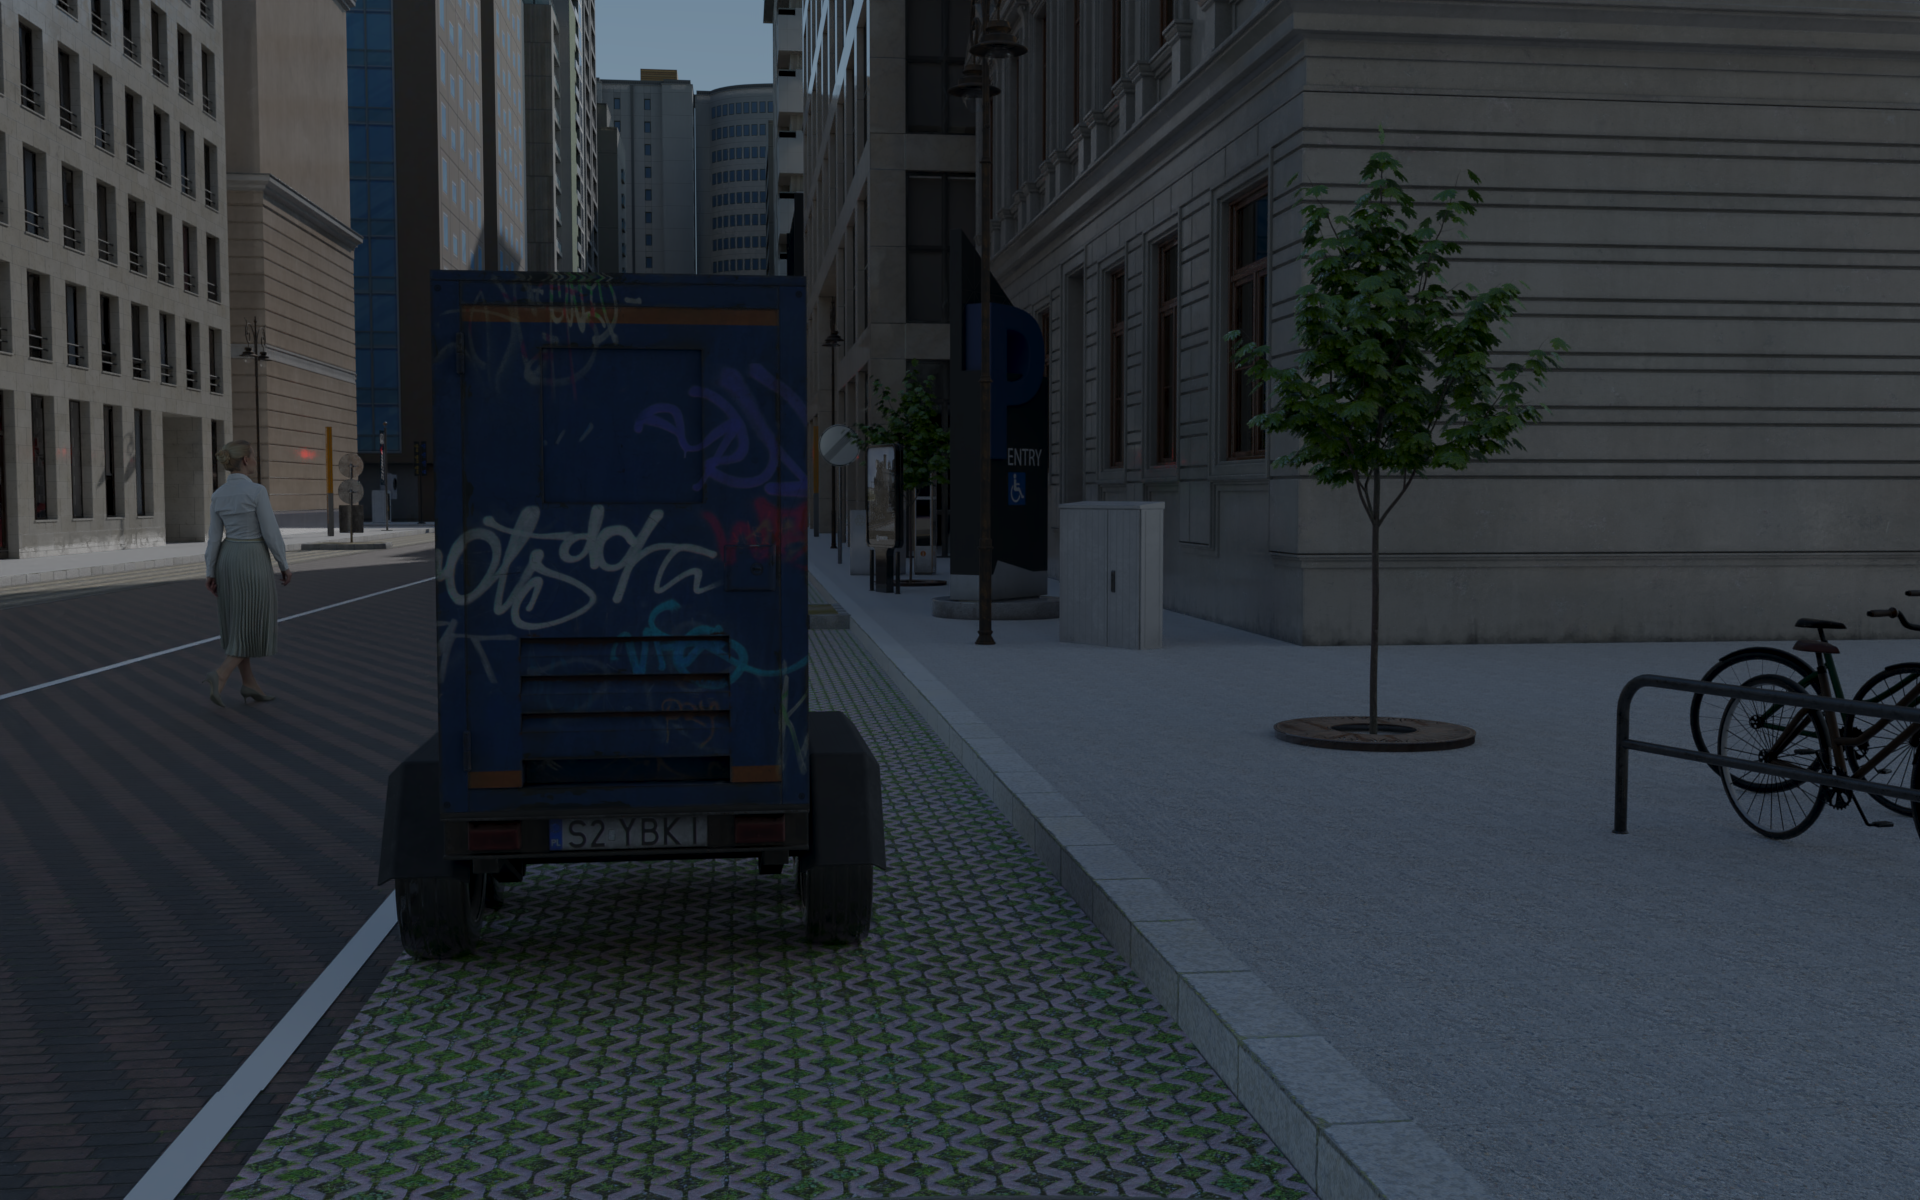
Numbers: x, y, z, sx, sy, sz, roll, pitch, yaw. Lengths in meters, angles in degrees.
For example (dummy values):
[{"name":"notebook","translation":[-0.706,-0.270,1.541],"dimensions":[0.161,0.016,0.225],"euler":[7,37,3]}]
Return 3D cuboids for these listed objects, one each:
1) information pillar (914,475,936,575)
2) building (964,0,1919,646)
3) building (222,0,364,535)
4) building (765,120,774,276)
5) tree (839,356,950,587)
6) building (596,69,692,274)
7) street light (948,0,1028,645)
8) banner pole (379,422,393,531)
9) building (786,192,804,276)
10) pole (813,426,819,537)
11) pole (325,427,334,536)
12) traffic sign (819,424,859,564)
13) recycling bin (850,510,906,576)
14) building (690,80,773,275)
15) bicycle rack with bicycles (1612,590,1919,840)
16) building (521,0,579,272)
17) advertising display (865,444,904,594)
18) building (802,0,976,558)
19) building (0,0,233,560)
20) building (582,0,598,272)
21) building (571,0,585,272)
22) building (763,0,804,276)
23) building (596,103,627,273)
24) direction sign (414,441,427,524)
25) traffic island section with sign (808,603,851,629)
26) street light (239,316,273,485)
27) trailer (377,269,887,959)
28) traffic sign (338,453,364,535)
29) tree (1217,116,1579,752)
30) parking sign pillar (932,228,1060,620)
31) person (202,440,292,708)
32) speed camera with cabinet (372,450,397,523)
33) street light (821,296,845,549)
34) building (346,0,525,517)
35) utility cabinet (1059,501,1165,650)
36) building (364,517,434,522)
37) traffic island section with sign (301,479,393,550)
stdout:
[{"name":"information pillar","translation":[-0.552,-1.411,27.560],"dimensions":[0.304,2.012,0.304],"euler":[1,4,12]},{"name":"building","translation":[6.558,-11.499,24.158],"dimensions":[11.583,22.565,21.152],"euler":[0,4,-7]},{"name":"building","translation":[-31.565,-16.610,57.475],"dimensions":[20.117,28.700,13.634],"euler":[0,4,-7]},{"name":"building","translation":[-13.232,-36.212,215.775],"dimensions":[21.300,48.544,21.600],"euler":[0,4,-7]},{"name":"tree","translation":[-0.579,-1.819,24.336],"dimensions":[1.663,3.219,1.824],"euler":[0,3,0]},{"name":"building","translation":[-51.121,-42.835,242.351],"dimensions":[28.212,58.520,21.231],"euler":[0,4,-7]},{"name":"street light","translation":[0.216,-2.558,14.617],"dimensions":[0.468,5.910,1.993],"euler":[0,4,-7]},{"name":"banner pole","translation":[-19.964,-4.282,60.028],"dimensions":[0.401,3.779,0.863],"euler":[0,4,-1]},{"name":"building","translation":[-4.412,-17.046,108.388],"dimensions":[12.332,23.373,15.834],"euler":[0,4,-7]},{"name":"pole","translation":[-4.317,-3.553,51.940],"dimensions":[0.158,3.312,0.155],"euler":[0,3,0]},{"name":"pole","translation":[-19.092,-3.585,52.457],"dimensions":[0.158,3.312,0.155],"euler":[0,3,0]},{"name":"traffic sign","translation":[-2.207,-1.937,31.783],"dimensions":[0.768,2.556,0.104],"euler":[0,4,-7]},{"name":"recycling bin","translation":[-1.304,-0.919,27.580],"dimensions":[0.722,1.027,0.722],"euler":[1,4,17]},{"name":"building","translation":[-23.131,-43.051,245.880],"dimensions":[28.212,58.520,21.231],"euler":[0,4,-7]},{"name":"bicycle rack with bicycles","translation":[3.714,0.436,6.259],"dimensions":[2.852,0.926,2.925],"euler":[-1,4,-21]},{"name":"building","translation":[-37.908,-27.716,136.749],"dimensions":[14.154,41.232,14.086],"euler":[0,4,-7]},{"name":"advertising display","translation":[-0.984,-1.060,22.549],"dimensions":[0.123,1.923,0.974],"euler":[-2,4,-26]},{"name":"building","translation":[5.594,-15.121,51.742],"dimensions":[19.350,26.468,34.151],"euler":[0,4,-7]},{"name":"building","translation":[-24.480,-11.279,39.169],"dimensions":[10.420,20.320,16.860],"euler":[0,4,-7]},{"name":"building","translation":[-48.113,-45.928,189.177],"dimensions":[20.563,71.187,20.611],"euler":[0,4,-7]},{"name":"building","translation":[-45.673,-51.929,161.718],"dimensions":[22.319,86.520,31.000],"euler":[0,4,-7]},{"name":"building","translation":[-4.298,-35.395,167.943],"dimensions":[28.713,52.752,27.495],"euler":[0,4,-7]},{"name":"building","translation":[-51.876,-35.914,210.890],"dimensions":[21.600,48.544,21.300],"euler":[0,4,-7]},{"name":"direction sign","translation":[-23.165,-5.041,74.412],"dimensions":[0.876,3.537,0.379],"euler":[3,4,39]},{"name":"traffic island section with sign","translation":[-2.254,-0.638,19.066],"dimensions":[1.989,1.847,2.006],"euler":[0,4,-7]},{"name":"street light","translation":[-18.299,-4.425,45.144],"dimensions":[0.468,5.910,1.993],"euler":[0,4,-7]},{"name":"trailer","translation":[-1.148,0.038,6.435],"dimensions":[1.471,1.999,3.904],"euler":[-1,4,-8]},{"name":"traffic sign","translation":[-19.093,-3.316,54.326],"dimensions":[0.768,2.556,0.104],"euler":[0,4,-6]},{"name":"tree","translation":[2.054,-0.877,8.949],"dimensions":[1.663,3.219,1.824],"euler":[0,3,0]},{"name":"parking sign pillar","translation":[0.423,-1.817,18.173],"dimensions":[1.447,3.967,1.447],"euler":[2,4,33]},{"name":"person","translation":[-4.883,-0.183,11.721],"dimensions":[0.478,1.798,0.641],"euler":[2,4,28]},{"name":"speed camera with cabinet","translation":[-25.482,-5.038,76.701],"dimensions":[0.660,3.252,2.038],"euler":[0,4,-3]},{"name":"street light","translation":[-2.976,-4.150,40.648],"dimensions":[0.468,5.910,1.993],"euler":[0,4,-7]},{"name":"building","translation":[-36.762,-28.402,114.489],"dimensions":[14.600,45.320,14.200],"euler":[0,4,-7]},{"name":"utility cabinet","translation":[1.269,-0.216,14.690],"dimensions":[0.306,1.237,1.020],"euler":[-3,4,-37]},{"name":"building","translation":[-31.384,-26.553,84.247],"dimensions":[14.600,45.320,14.200],"euler":[0,4,-7]},{"name":"traffic island section with sign","translation":[-15.883,-2.226,45.026],"dimensions":[1.989,1.847,2.006],"euler":[0,4,-7]}]
